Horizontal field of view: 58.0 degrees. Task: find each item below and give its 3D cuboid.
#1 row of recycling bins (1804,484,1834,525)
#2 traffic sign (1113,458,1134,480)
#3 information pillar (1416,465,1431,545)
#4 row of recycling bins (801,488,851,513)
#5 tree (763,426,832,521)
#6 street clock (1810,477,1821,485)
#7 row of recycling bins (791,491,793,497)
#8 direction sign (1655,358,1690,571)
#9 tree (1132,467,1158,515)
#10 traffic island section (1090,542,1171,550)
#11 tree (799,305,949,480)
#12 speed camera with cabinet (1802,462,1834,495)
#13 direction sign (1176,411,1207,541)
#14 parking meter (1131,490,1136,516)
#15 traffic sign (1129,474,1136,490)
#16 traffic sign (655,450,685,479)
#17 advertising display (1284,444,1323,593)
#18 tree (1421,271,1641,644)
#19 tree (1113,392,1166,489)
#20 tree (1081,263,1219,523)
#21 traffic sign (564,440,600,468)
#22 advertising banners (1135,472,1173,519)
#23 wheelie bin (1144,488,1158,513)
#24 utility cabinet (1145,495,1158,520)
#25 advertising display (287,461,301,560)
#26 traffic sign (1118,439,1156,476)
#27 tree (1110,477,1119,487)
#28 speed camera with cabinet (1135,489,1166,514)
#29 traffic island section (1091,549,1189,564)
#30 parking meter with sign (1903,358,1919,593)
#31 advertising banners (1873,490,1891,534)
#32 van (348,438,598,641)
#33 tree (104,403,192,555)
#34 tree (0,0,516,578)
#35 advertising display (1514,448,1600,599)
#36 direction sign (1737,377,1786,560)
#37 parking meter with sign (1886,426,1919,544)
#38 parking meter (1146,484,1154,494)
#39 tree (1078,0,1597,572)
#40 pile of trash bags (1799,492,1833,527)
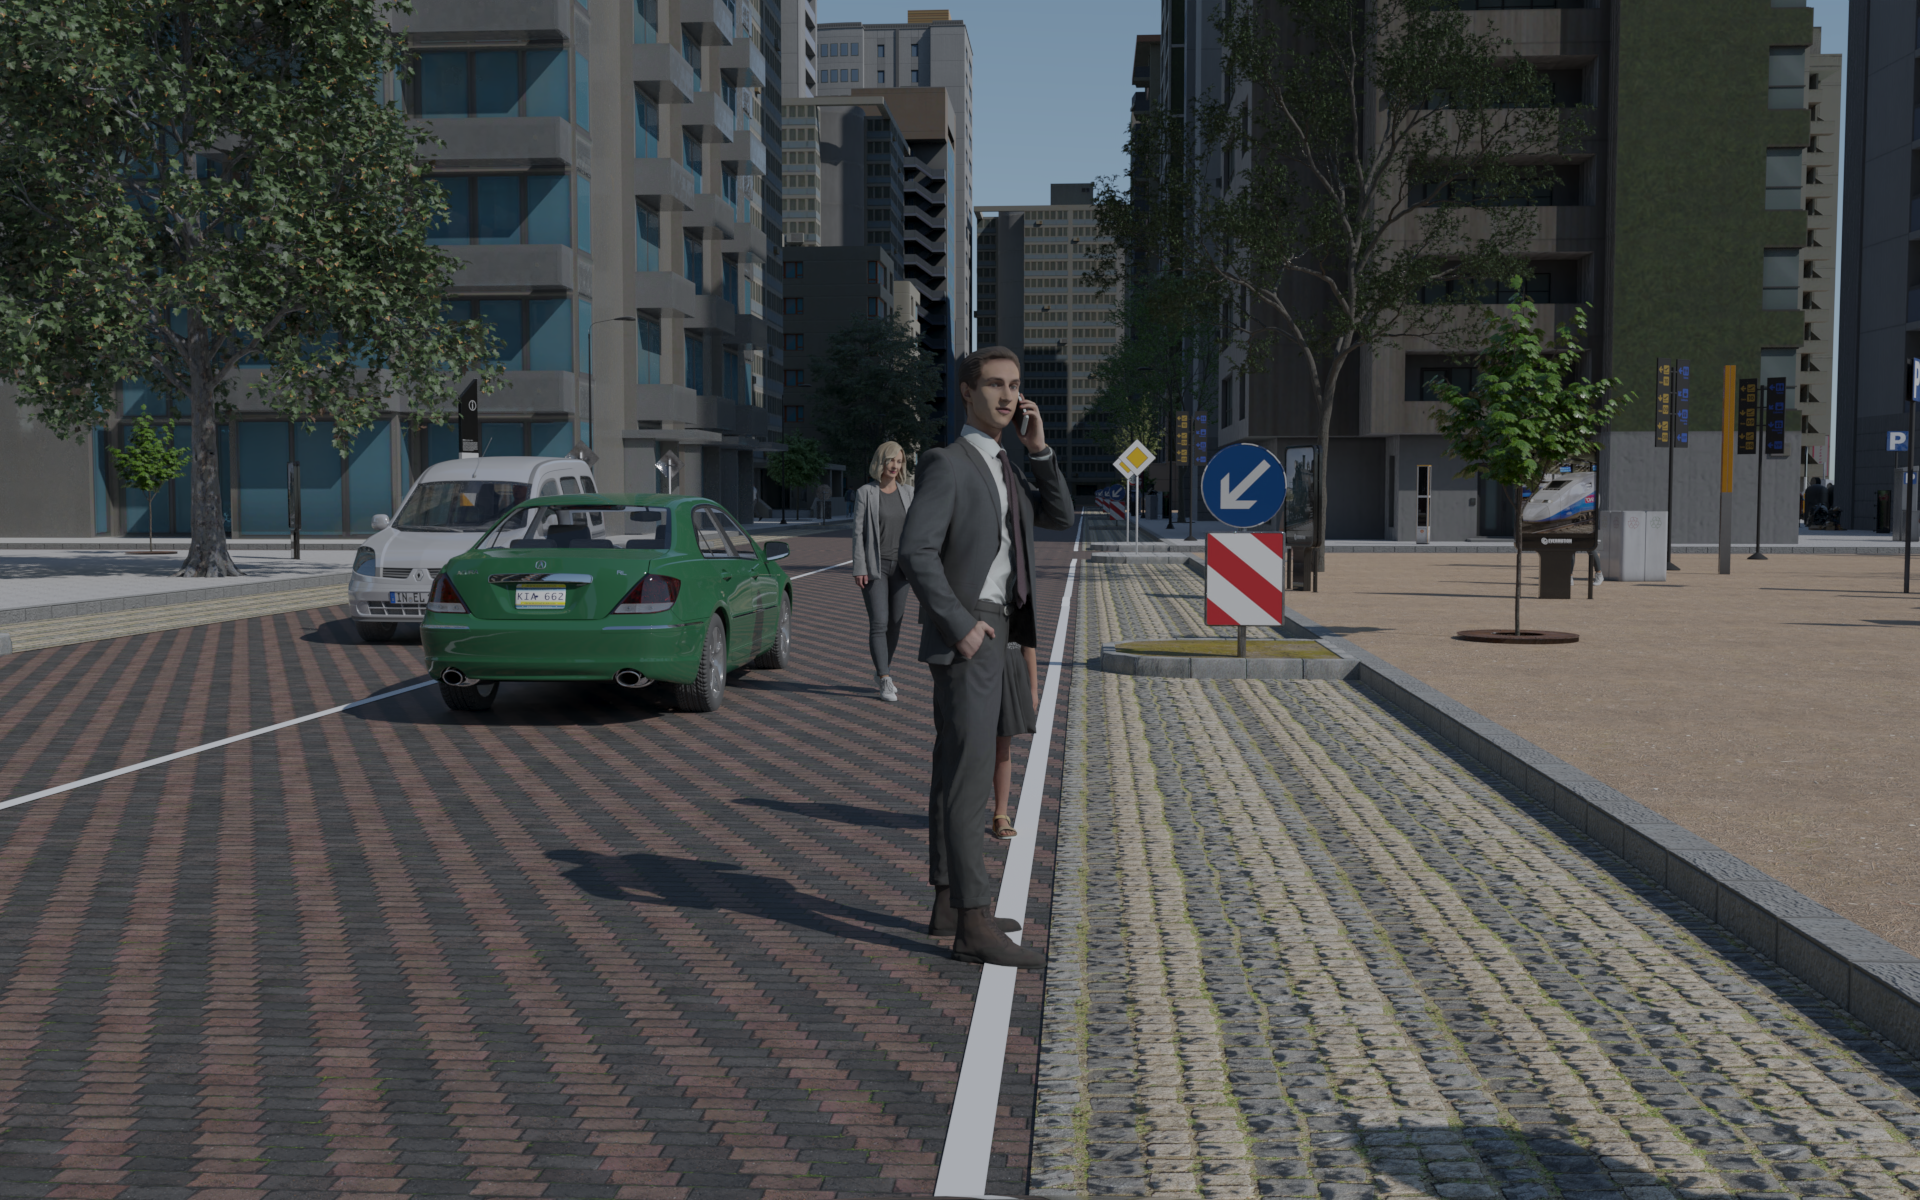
[{"bbox_3d":[37.187,-4.011,72.689,3.534,1.692,1.069,-1,4,-10],"label":"row of recycling bins"},{"bbox_3d":[4.338,-2.592,44.569,0.795,2.593,0.064,0,4,4],"label":"traffic sign"},{"bbox_3d":[11.806,-2.423,44.110,0.304,2.012,0.304,2,4,25],"label":"information pillar"},{"bbox_3d":[-9.013,-6.709,116.810,3.534,1.692,1.069,-2,4,-28],"label":"row of recycling bins"},{"bbox_3d":[-7.900,-6.159,84.420,4.285,4.588,4.351,0,3,0],"label":"tree"},{"bbox_3d":[36.610,-4.256,74.148,0.358,2.002,0.471,0,4,-2],"label":"street clock"},{"bbox_3d":[-12.552,-6.853,119.159,1.069,1.692,3.534,-2,4,-33],"label":"row of recycling bins"},{"bbox_3d":[11.933,-2.267,29.067,0.876,3.537,0.379,-2,4,-34],"label":"direction sign"},{"bbox_3d":[11.408,-6.841,106.459,1.663,3.219,1.824,0,3,0],"label":"tree"},{"bbox_3d":[4.362,-1.368,44.650,2.009,0.180,2.903,0,4,4],"label":"traffic island section"},{"bbox_3d":[-5.606,-12.820,116.265,9.857,13.997,8.962,0,3,0],"label":"tree"},{"bbox_3d":[53.422,-6.942,107.831,2.038,3.252,0.660,-1,4,-23],"label":"speed camera with cabinet"},{"bbox_3d":[6.328,-3.390,47.427,0.876,3.537,0.379,-1,4,-10],"label":"direction sign"},{"bbox_3d":[10.069,-5.611,100.142,0.372,1.533,0.369,0,3,0],"label":"parking meter"},{"bbox_3d":[10.271,-6.271,102.636,0.768,2.556,0.104,0,4,5],"label":"traffic sign"},{"bbox_3d":[-7.623,-2.646,45.457,0.795,2.593,0.064,0,4,4],"label":"traffic sign"},{"bbox_3d":[4.534,-1.084,22.930,0.123,1.923,0.974,-1,4,-13],"label":"advertising display"},{"bbox_3d":[4.824,-1.265,15.281,1.663,3.219,1.824,0,3,0],"label":"tree"},{"bbox_3d":[12.873,-10.717,125.582,4.737,8.622,4.395,0,3,0],"label":"tree"},{"bbox_3d":[9.936,-9.243,76.886,9.928,11.665,9.643,0,3,0],"label":"tree"},{"bbox_3d":[-8.203,-2.159,37.493,0.795,2.593,0.064,0,4,4],"label":"traffic sign"},{"bbox_3d":[10.031,-5.741,90.053,2.074,3.025,0.090,0,4,-5],"label":"advertising banners"},{"bbox_3d":[9.778,-4.931,88.530,0.693,1.594,0.980,0,4,-3],"label":"wheelie bin"},{"bbox_3d":[9.674,-4.662,87.377,0.306,1.237,1.020,2,4,27],"label":"utility cabinet"},{"bbox_3d":[-13.130,-1.771,34.166,0.123,1.923,0.974,-2,4,-28],"label":"advertising display"},{"bbox_3d":[3.759,-2.105,36.605,0.795,2.593,0.064,0,4,4],"label":"traffic sign"},{"bbox_3d":[17.359,-12.284,195.439,1.663,3.219,1.824,0,3,0],"label":"tree"},{"bbox_3d":[12.036,-7.028,109.251,2.038,3.252,0.660,-1,4,-22],"label":"speed camera with cabinet"},{"bbox_3d":[3.783,-0.881,36.686,2.009,0.180,2.903,0,4,4],"label":"traffic island section"},{"bbox_3d":[12.932,-1.567,21.874,1.738,3.016,0.543,3,4,38],"label":"parking meter with sign"},{"bbox_3d":[30.443,-3.641,55.717,0.090,3.025,2.074,-2,4,-30],"label":"advertising banners"},{"bbox_3d":[-4.938,-0.681,18.138,2.013,2.044,4.112,0,4,3],"label":"van"},{"bbox_3d":[-17.434,-2.592,36.978,1.663,3.219,1.824,0,3,0],"label":"tree"},{"bbox_3d":[-11.833,-6.703,26.605,9.611,12.733,9.660,0,3,0],"label":"tree"},{"bbox_3d":[7.270,-0.973,21.125,0.974,1.923,0.123,0,4,8],"label":"advertising display"},{"bbox_3d":[15.634,-2.559,33.841,0.876,3.537,0.379,3,5,45],"label":"direction sign"},{"bbox_3d":[25.764,-3.116,47.214,0.543,3.016,1.738,1,4,12],"label":"parking meter with sign"},{"bbox_3d":[10.764,-5.643,97.975,0.255,1.863,0.399,-3,4,-37],"label":"parking meter"},{"bbox_3d":[5.739,-5.721,27.945,8.767,10.594,7.601,1,4,20],"label":"tree"},{"bbox_3d":[33.596,-3.510,67.142,3.447,1.369,1.912,-1,4,-14],"label":"pile of trash bags"}]
